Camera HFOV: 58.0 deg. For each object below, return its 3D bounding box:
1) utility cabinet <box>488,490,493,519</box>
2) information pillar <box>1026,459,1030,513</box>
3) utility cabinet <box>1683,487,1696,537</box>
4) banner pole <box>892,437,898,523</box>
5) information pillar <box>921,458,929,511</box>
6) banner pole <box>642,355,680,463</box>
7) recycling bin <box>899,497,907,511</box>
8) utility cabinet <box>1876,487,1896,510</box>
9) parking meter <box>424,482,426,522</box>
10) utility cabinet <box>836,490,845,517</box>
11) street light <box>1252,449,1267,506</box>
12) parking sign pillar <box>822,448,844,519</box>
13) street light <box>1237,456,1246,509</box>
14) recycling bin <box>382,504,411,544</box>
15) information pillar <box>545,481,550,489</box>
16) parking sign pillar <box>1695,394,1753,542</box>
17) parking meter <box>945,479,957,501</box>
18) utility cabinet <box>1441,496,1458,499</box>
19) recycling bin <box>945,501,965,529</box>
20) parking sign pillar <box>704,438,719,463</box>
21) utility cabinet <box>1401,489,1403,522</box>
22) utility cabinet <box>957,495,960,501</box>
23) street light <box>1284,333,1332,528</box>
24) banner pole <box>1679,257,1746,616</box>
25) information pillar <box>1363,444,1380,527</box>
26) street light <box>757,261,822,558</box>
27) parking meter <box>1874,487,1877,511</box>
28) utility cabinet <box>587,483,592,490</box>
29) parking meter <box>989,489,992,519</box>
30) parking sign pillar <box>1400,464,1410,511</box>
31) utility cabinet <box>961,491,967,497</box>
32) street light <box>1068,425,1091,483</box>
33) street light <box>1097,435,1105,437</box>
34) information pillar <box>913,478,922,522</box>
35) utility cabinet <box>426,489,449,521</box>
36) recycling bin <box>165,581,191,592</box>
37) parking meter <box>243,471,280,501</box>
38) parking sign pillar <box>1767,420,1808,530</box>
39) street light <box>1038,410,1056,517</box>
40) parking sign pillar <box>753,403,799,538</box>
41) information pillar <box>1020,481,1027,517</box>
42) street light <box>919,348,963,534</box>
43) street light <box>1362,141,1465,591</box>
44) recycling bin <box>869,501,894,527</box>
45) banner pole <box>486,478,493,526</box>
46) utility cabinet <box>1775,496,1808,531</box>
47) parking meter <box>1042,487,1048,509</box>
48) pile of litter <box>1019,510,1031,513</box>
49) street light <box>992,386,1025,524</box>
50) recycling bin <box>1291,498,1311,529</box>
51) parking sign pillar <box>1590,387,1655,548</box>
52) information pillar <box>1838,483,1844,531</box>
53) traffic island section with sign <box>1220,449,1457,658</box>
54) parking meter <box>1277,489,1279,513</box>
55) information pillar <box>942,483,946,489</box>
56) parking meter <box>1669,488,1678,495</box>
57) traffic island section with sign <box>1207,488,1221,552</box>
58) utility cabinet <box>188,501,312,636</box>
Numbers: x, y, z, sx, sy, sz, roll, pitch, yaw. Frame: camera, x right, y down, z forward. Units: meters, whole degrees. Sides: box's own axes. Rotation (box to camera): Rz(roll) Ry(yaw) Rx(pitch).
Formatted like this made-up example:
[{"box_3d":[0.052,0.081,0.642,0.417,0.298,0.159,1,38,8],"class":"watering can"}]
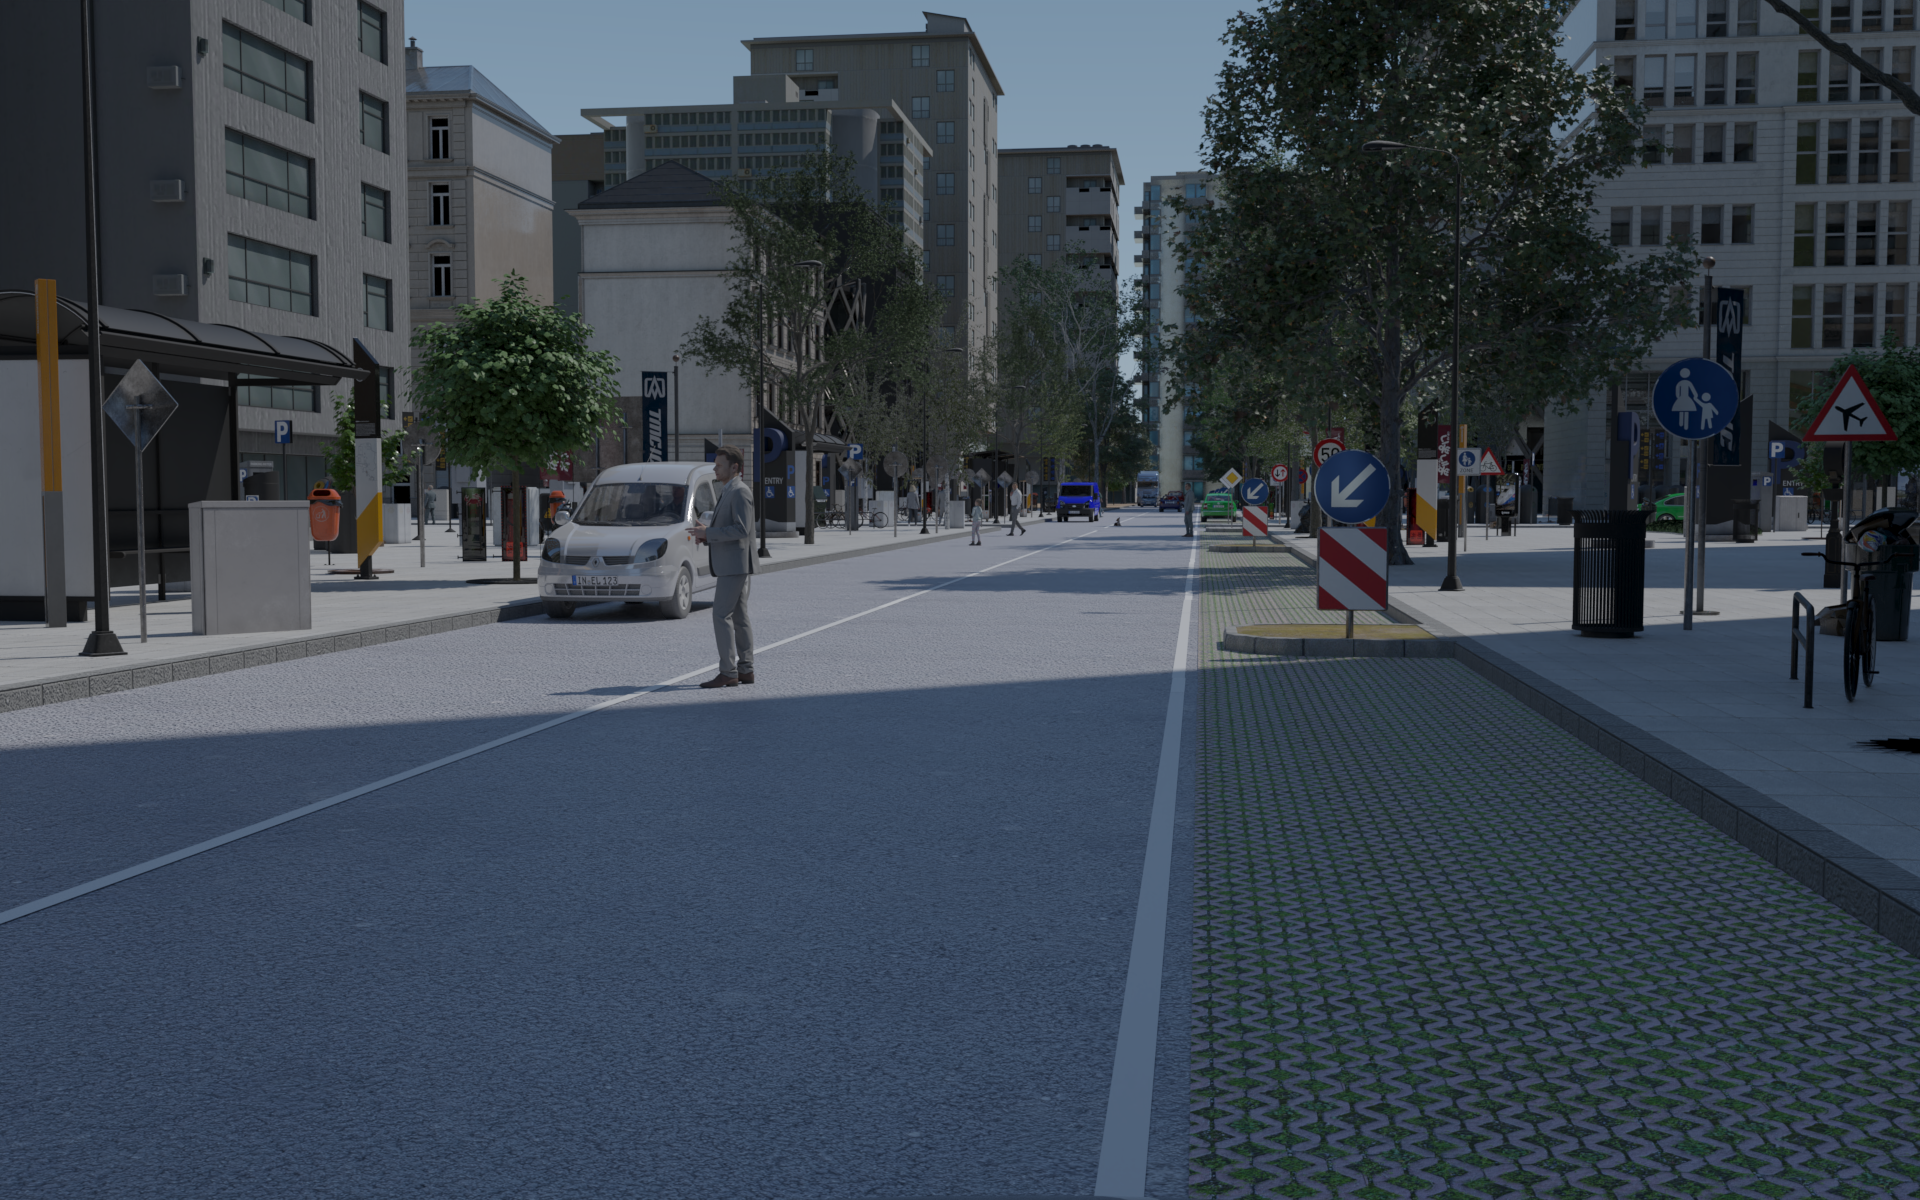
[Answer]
[{"box_3d":[-22.935,-4.740,86.174,1.173,1.500,0.318,2,4,33],"class":"utility cabinet"},{"box_3d":[4.497,-7.534,114.530,0.183,3.616,0.504,-2,4,-27],"class":"information pillar"},{"box_3d":[21.722,-2.554,50.442,1.173,1.500,0.318,1,4,22],"class":"utility cabinet"},{"box_3d":[-2.859,-5.277,76.291,0.401,3.779,0.863,-1,4,-20],"class":"banner pole"},{"box_3d":[-2.312,-7.499,113.969,0.504,3.616,0.183,0,4,0],"class":"information pillar"},{"box_3d":[-5.316,-2.515,31.145,0.863,3.779,0.401,-2,4,-23],"class":"banner pole"},{"box_3d":[-4.013,-7.070,128.141,0.722,1.027,0.722,-2,4,-33],"class":"recycling bin"},{"box_3d":[29.577,-2.810,54.616,1.173,1.500,0.318,3,4,37],"class":"utility cabinet"},{"box_3d":[-24.439,-4.467,78.746,0.255,1.863,0.399,0,4,-7],"class":"parking meter"},{"box_3d":[-6.852,-5.378,96.613,1.173,1.500,0.318,3,5,45],"class":"utility cabinet"},{"box_3d":[11.756,-5.641,64.779,1.470,5.913,1.316,0,4,8],"class":"street light"},{"box_3d":[-6.402,-5.872,84.473,1.447,3.967,1.447,0,4,7],"class":"parking sign pillar"},{"box_3d":[14.424,-6.862,84.733,1.470,5.913,1.316,0,4,8],"class":"street light"},{"box_3d":[-14.722,-1.978,44.892,0.722,1.027,0.722,1,4,12],"class":"recycling bin"},{"box_3d":[-22.427,-5.506,94.514,0.304,2.012,0.304,1,4,17],"class":"information pillar"},{"box_3d":[20.711,-3.578,46.966,1.447,3.967,1.447,0,4,7],"class":"parking sign pillar"},{"box_3d":[-0.340,-3.715,66.453,0.399,1.863,0.255,3,5,40],"class":"parking meter"},{"box_3d":[18.061,-3.232,64.004,0.306,1.237,1.020,0,4,-4],"class":"utility cabinet"},{"box_3d":[-0.193,-3.188,64.675,0.722,1.027,0.722,0,4,2],"class":"recycling bin"},{"box_3d":[-11.554,-5.778,82.936,1.447,3.967,1.447,-1,4,-17],"class":"parking sign pillar"},{"box_3d":[19.740,-4.249,78.157,0.318,1.500,1.173,0,4,7],"class":"utility cabinet"},{"box_3d":[-0.548,-7.771,138.217,1.020,1.237,0.306,0,4,3],"class":"utility cabinet"},{"box_3d":[8.770,-4.352,43.691,1.470,5.913,1.316,0,4,8],"class":"street light"},{"box_3d":[8.089,-1.742,18.491,0.863,3.779,0.401,-2,4,-32],"class":"banner pole"},{"box_3d":[10.262,-3.151,42.875,0.504,3.616,0.183,0,4,-2],"class":"information pillar"},{"box_3d":[-3.439,-3.800,34.672,1.470,5.913,1.316,0,4,8],"class":"street light"},{"box_3d":[40.858,-4.362,77.030,0.399,1.863,0.255,2,4,28],"class":"parking meter"},{"box_3d":[-6.826,-1.580,34.516,1.173,1.500,0.318,1,4,17],"class":"utility cabinet"},{"box_3d":[1.464,-4.996,90.100,0.372,1.533,0.369,0,3,0],"class":"parking meter"},{"box_3d":[33.549,-8.760,131.690,1.447,3.967,1.447,-1,4,-18],"class":"parking sign pillar"},{"box_3d":[0.651,-7.774,135.783,1.173,1.500,0.318,1,4,9],"class":"utility cabinet"},{"box_3d":[7.804,-8.768,115.890,1.470,5.913,1.316,0,4,8],"class":"street light"},{"box_3d":[10.802,-10.074,137.245,1.470,5.913,1.316,0,4,8],"class":"street light"},{"box_3d":[-1.946,-4.580,79.380,0.304,2.012,0.304,-1,4,-22],"class":"information pillar"},{"box_3d":[-24.893,-4.524,82.653,1.173,1.500,0.318,1,4,19],"class":"utility cabinet"},{"box_3d":[-10.142,-0.638,22.979,0.722,1.027,0.722,0,4,-2],"class":"recycling bin"},{"box_3d":[-7.670,-0.650,19.046,0.372,1.533,0.369,0,3,0],"class":"parking meter"},{"box_3d":[29.876,-4.529,62.522,1.447,3.967,1.447,1,4,16],"class":"parking sign pillar"},{"box_3d":[5.006,-7.503,95.211,1.470,5.913,1.316,0,4,8],"class":"street light"},{"box_3d":[-5.466,-3.816,50.867,1.447,3.967,1.447,2,4,34],"class":"parking sign pillar"},{"box_3d":[3.522,-5.613,96.267,0.304,2.012,0.304,3,5,43],"class":"information pillar"},{"box_3d":[-0.600,-5.064,55.345,1.470,5.913,1.316,0,4,8],"class":"street light"},{"box_3d":[5.989,-3.079,22.889,1.470,5.913,1.316,0,4,8],"class":"street light"},{"box_3d":[-3.059,-3.350,67.328,0.722,1.027,0.722,3,4,36],"class":"recycling bin"},{"box_3d":[-19.058,-4.865,69.552,0.863,3.779,0.401,1,4,18],"class":"banner pole"},{"box_3d":[28.575,-2.959,59.545,1.020,1.237,0.306,0,4,-7],"class":"utility cabinet"},{"box_3d":[6.726,-8.056,137.428,0.399,1.863,0.255,-1,4,-13],"class":"parking meter"},{"box_3d":[4.243,-6.297,116.925,1.176,0.858,1.719,-3,5,-43],"class":"pile of litter"},{"box_3d":[2.110,-6.238,74.533,1.470,5.913,1.316,0,4,8],"class":"street light"},{"box_3d":[12.568,-3.099,63.225,0.722,1.027,0.722,-2,4,-33],"class":"recycling bin"},{"box_3d":[15.886,-3.238,41.409,1.447,3.967,1.447,2,4,31],"class":"parking sign pillar"},{"box_3d":[30.769,-3.413,60.290,0.304,2.012,0.304,1,4,12],"class":"information pillar"},{"box_3d":[3.464,-0.456,16.086,1.989,1.847,2.006,0,4,8],"class":"traffic island section with sign"},{"box_3d":[21.603,-6.806,116.984,0.255,1.863,0.399,-2,4,-29],"class":"parking meter"},{"box_3d":[-1.514,-8.882,149.715,0.304,2.012,0.304,1,4,22],"class":"information pillar"},{"box_3d":[29.293,-3.837,71.138,0.372,1.533,0.369,0,3,0],"class":"parking meter"},{"box_3d":[7.195,-2.104,43.031,1.989,1.847,2.006,0,4,8],"class":"traffic island section with sign"},{"box_3d":[-6.593,-0.302,16.106,0.306,1.237,1.020,3,5,43],"class":"utility cabinet"}]
